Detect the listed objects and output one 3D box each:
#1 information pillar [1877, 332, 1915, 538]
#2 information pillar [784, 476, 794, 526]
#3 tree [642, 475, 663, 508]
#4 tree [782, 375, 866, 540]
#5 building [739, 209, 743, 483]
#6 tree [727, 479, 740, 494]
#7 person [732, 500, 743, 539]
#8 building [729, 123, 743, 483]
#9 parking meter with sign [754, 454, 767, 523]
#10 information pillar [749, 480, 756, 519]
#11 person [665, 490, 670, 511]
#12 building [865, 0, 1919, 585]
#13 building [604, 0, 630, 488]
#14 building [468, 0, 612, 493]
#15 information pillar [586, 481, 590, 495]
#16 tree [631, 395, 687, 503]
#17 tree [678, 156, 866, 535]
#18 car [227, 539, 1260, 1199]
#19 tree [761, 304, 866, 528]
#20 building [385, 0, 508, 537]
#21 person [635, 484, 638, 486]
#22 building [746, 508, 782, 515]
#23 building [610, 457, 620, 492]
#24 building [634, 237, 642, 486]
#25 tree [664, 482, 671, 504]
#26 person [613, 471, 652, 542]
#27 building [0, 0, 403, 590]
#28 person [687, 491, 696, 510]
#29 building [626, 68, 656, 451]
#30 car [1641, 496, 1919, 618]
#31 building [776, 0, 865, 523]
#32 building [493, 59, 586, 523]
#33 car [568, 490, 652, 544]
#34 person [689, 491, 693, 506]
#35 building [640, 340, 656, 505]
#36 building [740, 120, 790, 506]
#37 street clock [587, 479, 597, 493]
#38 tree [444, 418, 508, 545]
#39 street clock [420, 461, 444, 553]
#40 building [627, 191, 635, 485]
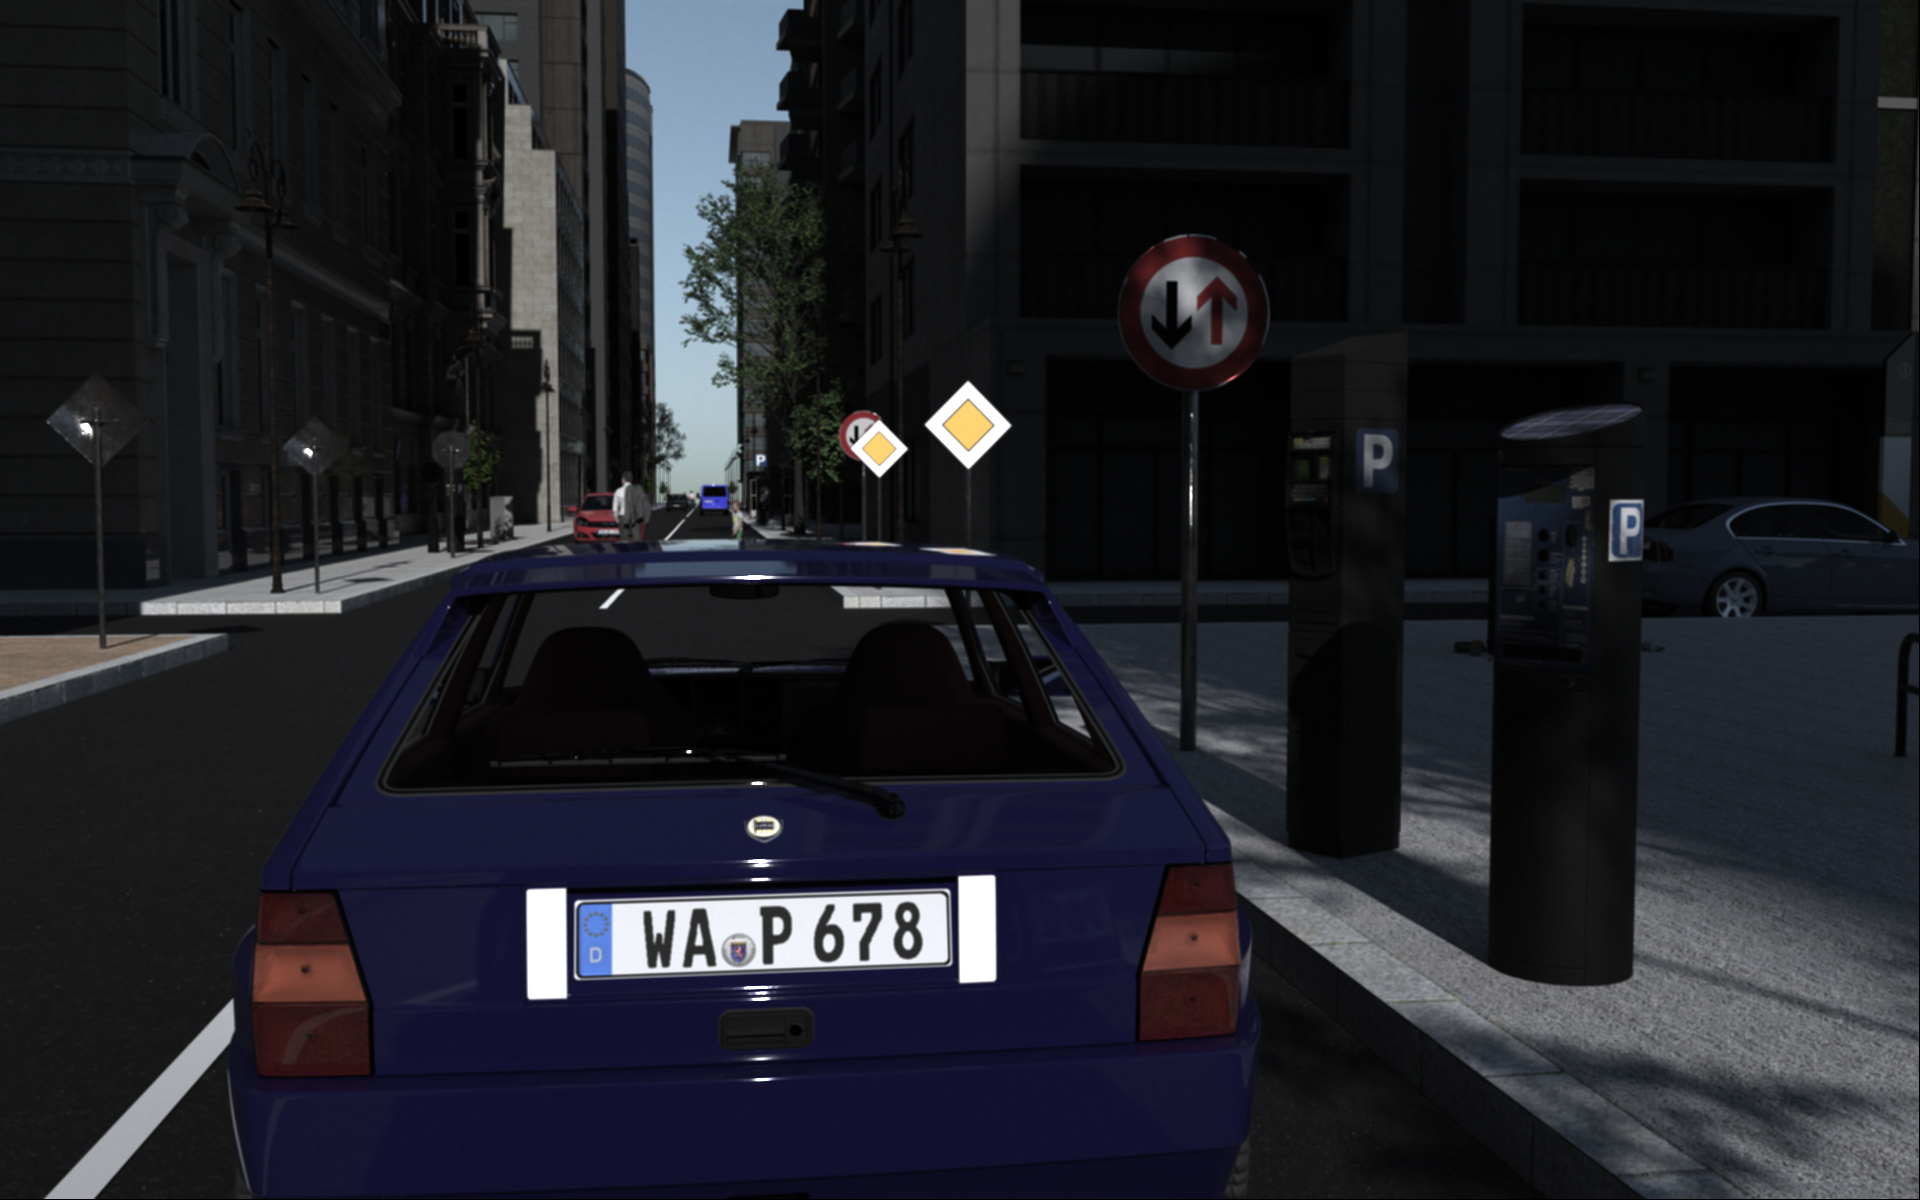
[{"bbox_3d":[13.561,-2.063,25.091,0.504,3.616,0.183,-1,4,-14],"label":"information pillar"},{"bbox_3d":[-6.981,-4.049,70.692,0.304,2.012,0.304,2,4,25],"label":"information pillar"},{"bbox_3d":[-28.706,-10.034,158.651,1.663,3.219,1.824,0,3,0],"label":"tree"},{"bbox_3d":[-3.356,-3.913,47.697,4.285,4.588,4.351,0,3,0],"label":"tree"},{"bbox_3d":[-16.116,-34.285,215.177,22.147,44.769,28.867,-1,4,-8],"label":"building"},{"bbox_3d":[-28.515,-13.546,216.078,1.663,3.219,1.824,0,3,0],"label":"tree"},{"bbox_3d":[-4.809,-1.516,37.540,0.306,1.304,0.590,2,4,24],"label":"person"},{"bbox_3d":[-17.685,-40.013,243.451,28.713,52.752,27.495,-1,4,-8],"label":"building"},{"bbox_3d":[-8.722,-4.883,76.099,0.543,3.016,1.738,0,4,-5],"label":"parking meter with sign"},{"bbox_3d":[-10.635,-5.165,88.941,0.304,2.012,0.304,-2,4,-24],"label":"information pillar"},{"bbox_3d":[-24.531,-8.382,146.068,0.721,1.766,1.217,2,4,27],"label":"person"},{"bbox_3d":[9.138,-36.409,33.543,20.611,71.187,20.563,-1,4,-8],"label":"building"},{"bbox_3d":[-33.456,-29.721,136.046,14.600,45.320,14.200,-1,4,-8],"label":"building"},{"bbox_3d":[-28.281,-25.581,101.849,14.154,41.232,14.086,-1,4,-8],"label":"building"},{"bbox_3d":[-20.508,-5.531,94.928,0.304,2.012,0.304,2,4,31],"label":"information pillar"},{"bbox_3d":[-29.585,-14.018,163.600,8.767,10.594,7.601,0,4,5],"label":"tree"},{"bbox_3d":[-5.242,-7.874,54.498,9.928,11.665,9.643,0,3,0],"label":"tree"},{"bbox_3d":[-0.546,0.498,4.442,1.945,1.354,3.894,0,4,-8],"label":"car"},{"bbox_3d":[-5.569,-7.032,65.330,4.737,8.622,4.395,0,3,0],"label":"tree"},{"bbox_3d":[-22.961,-14.635,58.364,14.460,24.649,34.723,-1,4,-8],"label":"building"},{"bbox_3d":[-11.575,-3.230,61.666,0.721,1.781,0.623,-1,4,-20],"label":"person"},{"bbox_3d":[-0.776,-27.267,137.697,32.217,40.220,23.993,-1,4,-8],"label":"building"},{"bbox_3d":[-34.181,-41.550,117.595,20.563,71.187,20.611,-1,4,-8],"label":"building"},{"bbox_3d":[-41.749,-25.359,186.320,14.160,30.474,14.107,-1,4,-8],"label":"building"},{"bbox_3d":[-38.918,-14.204,226.834,1.663,3.219,1.824,0,3,0],"label":"tree"},{"bbox_3d":[-5.776,-1.340,30.513,0.679,1.850,0.850,-1,4,-16],"label":"person"},{"bbox_3d":[-18.540,-15.004,31.225,13.634,28.700,20.117,-1,4,-8],"label":"building"},{"bbox_3d":[-23.453,-8.703,151.739,0.756,1.711,0.436,1,4,16],"label":"person"},{"bbox_3d":[-52.567,-42.388,235.040,21.231,58.520,28.212,-1,4,-8],"label":"building"},{"bbox_3d":[9.370,-0.454,19.429,4.499,1.417,2.014,-1,4,-9],"label":"car"},{"bbox_3d":[2.470,-26.247,83.769,22.147,44.769,28.867,-1,4,-8],"label":"building"},{"bbox_3d":[-24.203,-14.042,84.331,10.420,20.320,16.860,-1,4,-8],"label":"building"},{"bbox_3d":[-9.180,-2.230,45.504,2.155,1.783,4.494,-1,4,-10],"label":"car"},{"bbox_3d":[-33.222,-12.556,213.884,0.705,1.812,1.348,-3,5,-40],"label":"person"},{"bbox_3d":[-50.836,-22.136,206.962,27.650,21.520,28.899,-1,4,-8],"label":"building"},{"bbox_3d":[-17.369,-31.183,193.441,14.154,41.232,14.086,-1,4,-8],"label":"building"},{"bbox_3d":[-17.408,-4.730,81.904,0.471,2.002,0.358,3,4,37],"label":"street clock"},{"bbox_3d":[-12.518,-3.045,44.386,1.663,3.219,1.824,0,3,0],"label":"tree"},{"bbox_3d":[-11.527,-2.036,37.867,0.471,2.002,0.358,0,4,3],"label":"street clock"},{"bbox_3d":[-36.151,-23.187,150.801,14.160,30.474,14.107,-1,4,-8],"label":"building"}]
